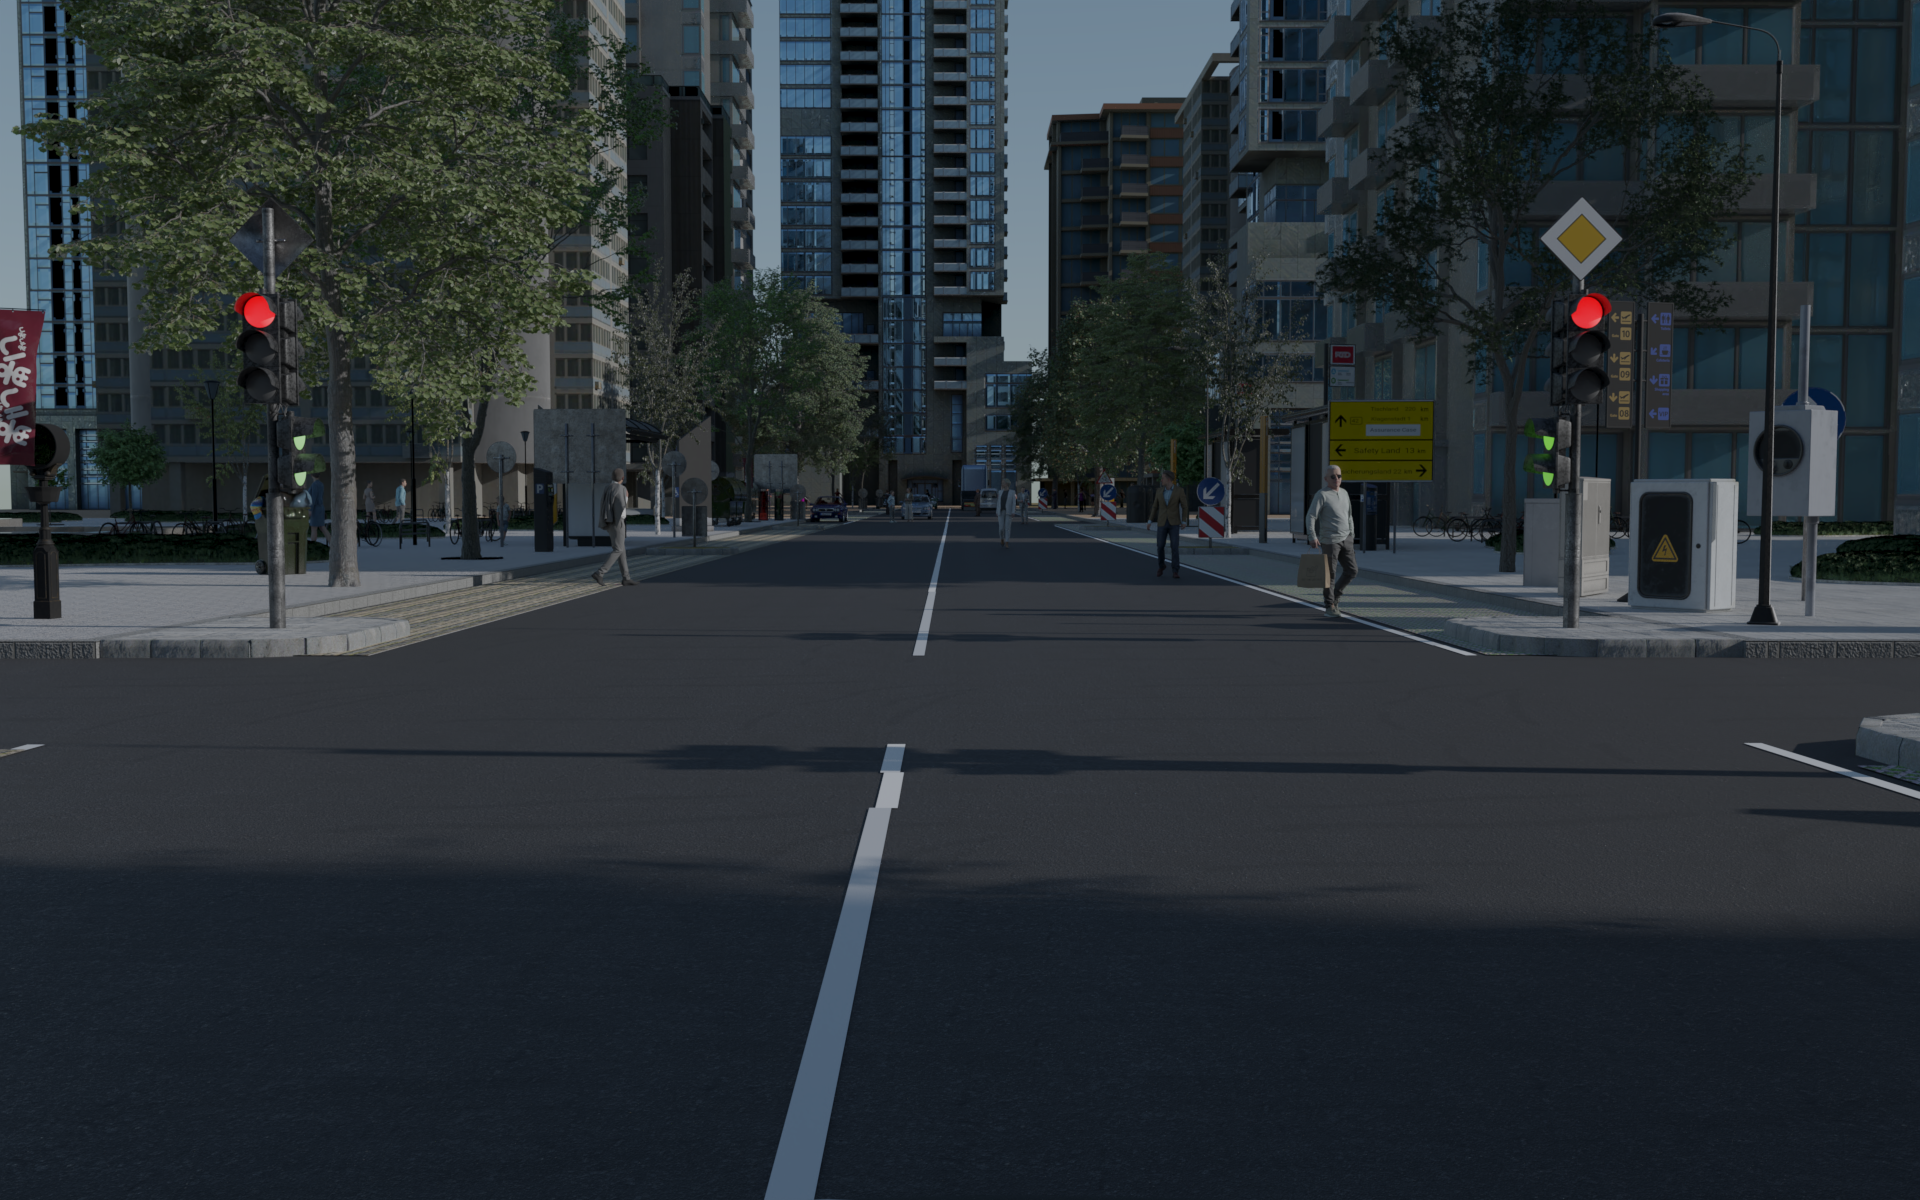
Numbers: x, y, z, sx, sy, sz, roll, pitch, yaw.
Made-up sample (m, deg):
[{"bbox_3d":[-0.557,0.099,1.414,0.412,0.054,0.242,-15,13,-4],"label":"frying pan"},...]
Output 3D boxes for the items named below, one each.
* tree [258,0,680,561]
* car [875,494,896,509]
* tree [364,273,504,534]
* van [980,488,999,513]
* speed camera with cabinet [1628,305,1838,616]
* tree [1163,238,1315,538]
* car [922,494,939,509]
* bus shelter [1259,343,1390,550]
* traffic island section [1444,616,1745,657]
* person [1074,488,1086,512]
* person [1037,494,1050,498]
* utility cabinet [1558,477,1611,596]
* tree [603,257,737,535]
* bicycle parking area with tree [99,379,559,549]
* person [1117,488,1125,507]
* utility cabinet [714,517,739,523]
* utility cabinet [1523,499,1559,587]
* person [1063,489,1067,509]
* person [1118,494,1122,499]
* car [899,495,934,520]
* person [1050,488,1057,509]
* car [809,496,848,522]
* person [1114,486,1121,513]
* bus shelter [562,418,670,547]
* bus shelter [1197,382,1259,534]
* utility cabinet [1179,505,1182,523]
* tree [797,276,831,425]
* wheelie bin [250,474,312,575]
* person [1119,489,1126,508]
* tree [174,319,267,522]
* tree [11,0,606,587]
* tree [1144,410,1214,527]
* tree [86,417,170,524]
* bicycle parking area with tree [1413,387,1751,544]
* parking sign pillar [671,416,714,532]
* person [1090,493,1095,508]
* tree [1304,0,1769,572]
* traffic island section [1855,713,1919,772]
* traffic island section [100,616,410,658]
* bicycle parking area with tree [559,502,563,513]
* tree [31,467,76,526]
[{"bbox_3d":[-9.515,-6.607,33.784,9.928,11.665,9.643,0,3,0],"label":"tree"},{"bbox_3d":[-6.991,-9.342,162.523,2.009,1.686,4.222,0,4,-1],"label":"car"},{"bbox_3d":[-16.812,-6.447,55.775,4.737,8.622,4.395,0,3,0],"label":"tree"},{"bbox_3d":[2.208,-7.593,131.161,2.013,2.044,4.112,0,4,1],"label":"van"},{"bbox_3d":[8.297,-1.489,18.676,0.660,3.252,2.038,-3,4,-36],"label":"speed camera with cabinet"},{"bbox_3d":[8.128,-6.137,50.701,4.360,8.622,3.978,0,3,0],"label":"tree"},{"bbox_3d":[-3.040,-9.286,163.627,2.131,1.459,4.920,0,4,-2],"label":"car"},{"bbox_3d":[9.533,-4.055,43.928,2.179,5.291,8.768,0,4,0],"label":"bus shelter"},{"bbox_3d":[5.889,0.345,16.635,2.009,0.180,2.903,0,4,0],"label":"traffic island section"},{"bbox_3d":[8.440,-7.014,121.404,0.721,1.739,1.217,-3,4,-38],"label":"person"},{"bbox_3d":[7.725,-9.406,159.922,1.350,1.814,0.705,2,4,32],"label":"person"},{"bbox_3d":[7.905,-0.808,21.888,0.318,1.500,1.173,3,4,36],"label":"utility cabinet"},{"bbox_3d":[-9.442,-6.394,54.909,4.360,8.622,3.978,0,3,0],"label":"tree"},{"bbox_3d":[-16.214,-3.467,43.694,8.231,4.147,9.016,1,4,18],"label":"bicycle parking area with tree"},{"bbox_3d":[15.433,-9.748,165.438,0.705,1.823,1.348,2,4,35],"label":"person"},{"bbox_3d":[-10.354,-4.180,77.022,1.173,1.500,0.318,-2,4,-31],"label":"utility cabinet"},{"bbox_3d":[8.359,-0.784,23.976,1.020,1.237,0.306,2,4,32],"label":"utility cabinet"},{"bbox_3d":[9.165,-8.708,149.243,0.721,1.723,1.217,0,4,0],"label":"person"},{"bbox_3d":[11.279,-7.348,126.976,1.217,1.735,0.721,1,4,18],"label":"person"},{"bbox_3d":[-2.451,-5.327,99.096,2.014,1.417,4.499,0,3,0],"label":"car"},{"bbox_3d":[7.912,-8.551,146.297,0.568,1.767,0.683,0,4,5],"label":"person"},{"bbox_3d":[-6.752,-4.698,89.395,1.945,1.354,3.894,0,4,1],"label":"car"},{"bbox_3d":[10.273,-6.663,114.971,0.705,1.826,1.348,2,4,33],"label":"person"},{"bbox_3d":[-8.962,-3.112,44.799,2.014,3.302,5.546,0,4,0],"label":"bus shelter"},{"bbox_3d":[9.459,-5.007,59.500,2.179,5.291,8.768,0,3,0],"label":"bus shelter"},{"bbox_3d":[9.210,-3.890,74.760,1.020,1.237,0.306,1,4,9],"label":"utility cabinet"},{"bbox_3d":[-9.509,-9.334,78.363,9.928,11.665,9.643,0,3,0],"label":"tree"},{"bbox_3d":[-10.802,-1.210,27.689,0.693,1.594,0.980,2,4,33],"label":"wheelie bin"},{"bbox_3d":[15.285,-9.569,163.017,1.217,1.766,0.721,-3,4,-38],"label":"person"},{"bbox_3d":[-29.437,-7.355,70.614,4.737,8.622,4.395,0,3,0],"label":"tree"},{"bbox_3d":[-8.986,-6.466,23.847,7.486,12.596,7.792,0,3,0],"label":"tree"},{"bbox_3d":[8.902,-5.151,67.939,4.285,4.588,4.351,0,3,0],"label":"tree"},{"bbox_3d":[-35.668,-5.545,74.367,4.285,4.588,4.351,0,3,0],"label":"tree"},{"bbox_3d":[16.972,-3.745,48.226,9.016,4.147,8.231,1,4,21],"label":"bicycle parking area with tree"},{"bbox_3d":[-9.210,-4.348,59.556,1.447,3.967,1.447,-3,5,-41],"label":"parking sign pillar"},{"bbox_3d":[12.503,-9.432,163.496,0.421,1.427,0.697,0,4,-1],"label":"person"},{"bbox_3d":[9.320,-5.744,28.328,7.601,10.594,8.767,-2,4,-29],"label":"tree"},{"bbox_3d":[5.919,0.834,8.650,2.009,0.180,2.903,0,4,0],"label":"traffic island section"},{"bbox_3d":[-6.553,0.348,16.593,2.009,0.180,2.903,0,4,0],"label":"traffic island section"},{"bbox_3d":[-22.382,-5.603,78.616,8.231,4.147,9.016,1,4,13],"label":"bicycle parking area with tree"},{"bbox_3d":[-37.328,-4.660,70.787,1.663,3.219,1.824,0,3,0],"label":"tree"}]
